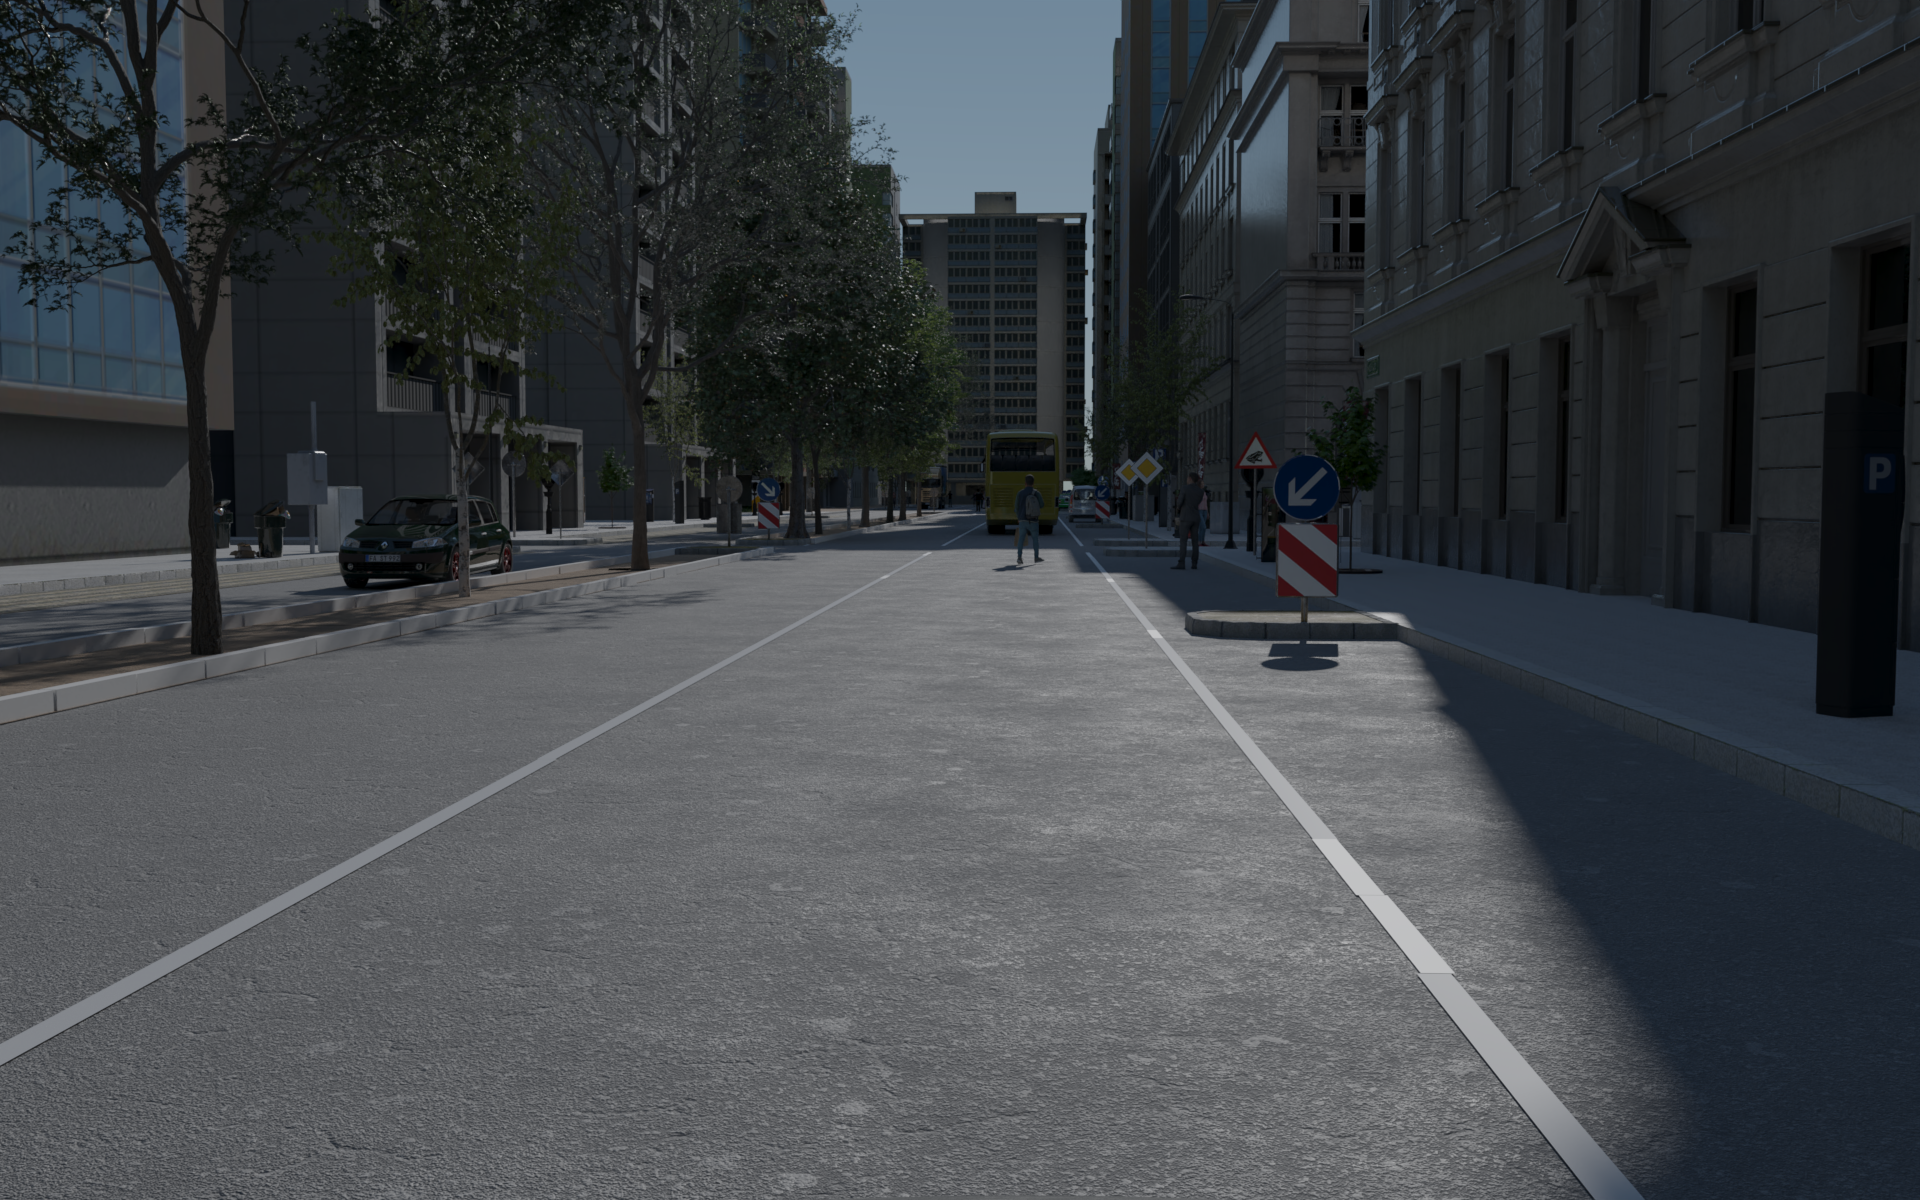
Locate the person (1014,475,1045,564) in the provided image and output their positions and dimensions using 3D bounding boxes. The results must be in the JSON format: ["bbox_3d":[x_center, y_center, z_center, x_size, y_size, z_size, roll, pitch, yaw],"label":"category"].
[{"bbox_3d":[1.364,-1.639,35.291,0.794,1.824,0.713,3,4,36],"label":"person"}]

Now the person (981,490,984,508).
[{"bbox_3d":[2.234,-10.060,172.995,0.705,1.821,1.348,0,4,6],"label":"person"}]

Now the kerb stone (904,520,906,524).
[{"bbox_3d":[-2.769,-3.661,82.053,0.120,0.150,1.000,0,4,3],"label":"kerb stone"}]

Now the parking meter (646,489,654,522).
[{"bbox_3d":[-14.232,-4.344,79.430,0.372,1.533,0.369,0,3,0],"label":"parking meter"}]

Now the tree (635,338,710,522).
[{"bbox_3d":[-13.072,-7.875,79.117,4.360,8.622,3.978,0,3,0],"label":"tree"}]

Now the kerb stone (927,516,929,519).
[{"bbox_3d":[-2.021,-4.665,98.467,0.120,0.150,1.000,0,4,3],"label":"kerb stone"}]

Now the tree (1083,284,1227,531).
[{"bbox_3d":[7.067,-6.721,60.249,4.737,8.622,4.395,0,3,0],"label":"tree"}]

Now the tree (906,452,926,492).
[{"bbox_3d":[-3.274,-8.997,99.923,4.360,8.622,3.978,0,3,0],"label":"tree"}]

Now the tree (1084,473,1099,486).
[{"bbox_3d":[11.561,-9.387,148.079,1.663,3.219,1.824,0,3,0],"label":"tree"}]

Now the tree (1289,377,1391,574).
[{"bbox_3d":[6.468,-2.058,28.250,1.663,3.219,1.824,0,3,0],"label":"tree"}]

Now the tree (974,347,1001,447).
[{"bbox_3d":[-2.533,-11.938,108.018,12.009,13.543,11.850,0,3,0],"label":"tree"}]

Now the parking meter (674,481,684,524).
[{"bbox_3d":[-12.109,-4.220,74.713,0.399,1.863,0.255,3,4,38],"label":"parking meter"}]

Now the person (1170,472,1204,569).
[{"bbox_3d":[4.326,-1.515,33.077,0.655,1.846,0.447,-2,4,-28],"label":"person"}]

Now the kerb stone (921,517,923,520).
[{"bbox_3d":[-2.249,-4.351,93.326,0.120,0.150,1.000,0,4,3],"label":"kerb stone"}]

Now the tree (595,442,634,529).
[{"bbox_3d":[-12.949,-4.262,64.279,1.663,3.219,1.824,0,3,0],"label":"tree"}]

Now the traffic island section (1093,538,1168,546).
[{"bbox_3d":[4.779,-1.624,48.829,2.009,0.180,2.903,0,4,3],"label":"traffic island section"}]

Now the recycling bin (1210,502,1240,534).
[{"bbox_3d":[8.551,-2.652,55.922,0.722,1.027,0.722,-2,4,-24],"label":"recycling bin"}]

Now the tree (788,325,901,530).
[{"bbox_3d":[-4.403,-7.074,68.484,4.360,8.622,3.978,0,3,0],"label":"tree"}]

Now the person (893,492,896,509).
[{"bbox_3d":[-5.881,-8.898,155.456,0.593,1.643,0.415,3,4,36],"label":"person"}]

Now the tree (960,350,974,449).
[{"bbox_3d":[-3.145,-10.517,92.531,7.486,12.596,7.792,0,3,0],"label":"tree"}]

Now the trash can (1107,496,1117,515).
[{"bbox_3d":[9.352,-5.794,106.384,0.748,1.137,0.748,0,3,0],"label":"trash can"}]

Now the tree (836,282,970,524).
[{"bbox_3d":[-3.307,-9.514,83.768,9.928,11.665,9.643,0,3,0],"label":"tree"}]

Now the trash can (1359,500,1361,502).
[{"bbox_3d":[9.826,-1.796,41.026,0.748,1.137,0.748,0,3,0],"label":"trash can"}]

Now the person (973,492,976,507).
[{"bbox_3d":[1.726,-11.191,192.938,0.593,1.643,0.415,-1,4,-9],"label":"person"}]

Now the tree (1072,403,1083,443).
[{"bbox_3d":[9.343,-9.678,108.598,4.737,8.622,4.395,0,3,0],"label":"tree"}]

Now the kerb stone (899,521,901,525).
[{"bbox_3d":[-2.900,-3.473,78.973,0.120,0.150,1.000,0,4,3],"label":"kerb stone"}]

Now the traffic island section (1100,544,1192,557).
[{"bbox_3d":[4.416,-1.136,40.852,2.009,0.180,2.903,0,4,3],"label":"traffic island section"}]

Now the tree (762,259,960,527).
[{"bbox_3d":[-4.160,-9.410,74.439,7.486,12.596,7.792,0,3,0],"label":"tree"}]

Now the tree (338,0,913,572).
[{"bbox_3d":[-5.944,-7.276,31.783,12.009,13.543,11.850,0,3,0],"label":"tree"}]

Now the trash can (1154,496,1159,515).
[{"bbox_3d":[11.627,-5.677,104.465,0.748,1.137,0.748,0,3,0],"label":"trash can"}]

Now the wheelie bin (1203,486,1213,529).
[{"bbox_3d":[8.922,-3.435,64.063,0.693,1.594,0.980,-2,4,-29],"label":"wheelie bin"}]

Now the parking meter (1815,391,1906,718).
[{"bbox_3d":[5.213,-0.264,10.021,0.399,1.863,0.255,-1,4,-18],"label":"parking meter"}]

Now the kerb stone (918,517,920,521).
[{"bbox_3d":[-2.344,-4.225,91.279,0.120,0.150,1.000,0,4,3],"label":"kerb stone"}]

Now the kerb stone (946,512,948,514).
[{"bbox_3d":[-1.088,-5.918,118.958,0.120,0.150,1.000,0,4,3],"label":"kerb stone"}]

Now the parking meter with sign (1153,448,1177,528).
[{"bbox_3d":[8.094,-4.328,67.029,0.543,3.016,1.738,2,4,32],"label":"parking meter with sign"}]

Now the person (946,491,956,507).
[{"bbox_3d":[-1.036,-10.890,186.557,1.348,1.822,0.705,2,4,25],"label":"person"}]

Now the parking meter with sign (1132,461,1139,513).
[{"bbox_3d":[9.428,-5.939,93.370,0.543,3.016,1.738,1,4,8],"label":"parking meter with sign"}]

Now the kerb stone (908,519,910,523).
[{"bbox_3d":[-2.670,-3.786,84.096,0.120,0.150,1.000,0,4,3],"label":"kerb stone"}]

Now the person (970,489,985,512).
[{"bbox_3d":[1.434,-7.972,138.476,1.348,1.869,0.705,-2,4,-27],"label":"person"}]

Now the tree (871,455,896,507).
[{"bbox_3d":[-7.567,-13.646,173.472,4.737,8.622,4.395,0,3,0],"label":"tree"}]

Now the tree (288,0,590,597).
[{"bbox_3d":[-6.835,-4.323,23.506,4.737,8.622,4.395,0,3,0],"label":"tree"}]

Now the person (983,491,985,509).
[{"bbox_3d":[2.402,-9.632,166.653,0.621,1.740,0.551,-2,4,-25],"label":"person"}]

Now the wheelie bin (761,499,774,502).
[{"bbox_3d":[-11.828,-6.008,106.135,0.980,1.594,0.693,2,4,24],"label":"wheelie bin"}]

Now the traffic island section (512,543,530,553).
[{"bbox_3d":[-11.809,-1.181,41.592,2.009,0.180,2.903,0,4,3],"label":"traffic island section"}]

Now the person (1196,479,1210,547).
[{"bbox_3d":[6.331,-2.261,45.469,0.388,1.821,0.555,2,4,33],"label":"person"}]

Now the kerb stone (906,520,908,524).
[{"bbox_3d":[-2.725,-3.721,83.075,0.120,0.150,1.000,0,4,3],"label":"kerb stone"}]

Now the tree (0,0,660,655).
[{"bbox_3d":[-6.674,-4.807,15.470,8.767,10.594,7.601,0,4,3],"label":"tree"}]

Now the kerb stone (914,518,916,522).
[{"bbox_3d":[-2.488,-4.037,88.204,0.120,0.150,1.000,0,4,3],"label":"kerb stone"}]

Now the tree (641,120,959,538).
[{"bbox_3d":[-4.949,-8.134,52.461,9.611,12.733,9.660,0,3,0],"label":"tree"}]

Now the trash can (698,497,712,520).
[{"bbox_3d":[-12.657,-4.546,85.984,0.748,1.137,0.748,0,3,0],"label":"trash can"}]

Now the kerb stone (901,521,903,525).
[{"bbox_3d":[-2.870,-3.536,80.003,0.120,0.150,1.000,0,4,3],"label":"kerb stone"}]

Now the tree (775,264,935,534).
[{"bbox_3d":[-4.949,-7.606,61.225,8.767,10.594,7.601,0,4,3],"label":"tree"}]

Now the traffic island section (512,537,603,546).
[{"bbox_3d":[-11.446,-1.669,49.569,2.009,0.180,2.903,0,4,3],"label":"traffic island section"}]

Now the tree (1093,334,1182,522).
[{"bbox_3d":[8.193,-7.844,78.610,4.360,8.622,3.978,0,3,0],"label":"tree"}]

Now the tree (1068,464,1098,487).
[{"bbox_3d":[14.270,-13.270,200.683,4.285,4.588,4.351,0,3,0],"label":"tree"}]

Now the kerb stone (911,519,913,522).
[{"bbox_3d":[-2.582,-3.911,86.148,0.120,0.150,1.000,0,4,3],"label":"kerb stone"}]

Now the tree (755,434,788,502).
[{"bbox_3d":[-11.805,-9.797,110.541,4.360,8.622,3.978,0,3,0],"label":"tree"}]
